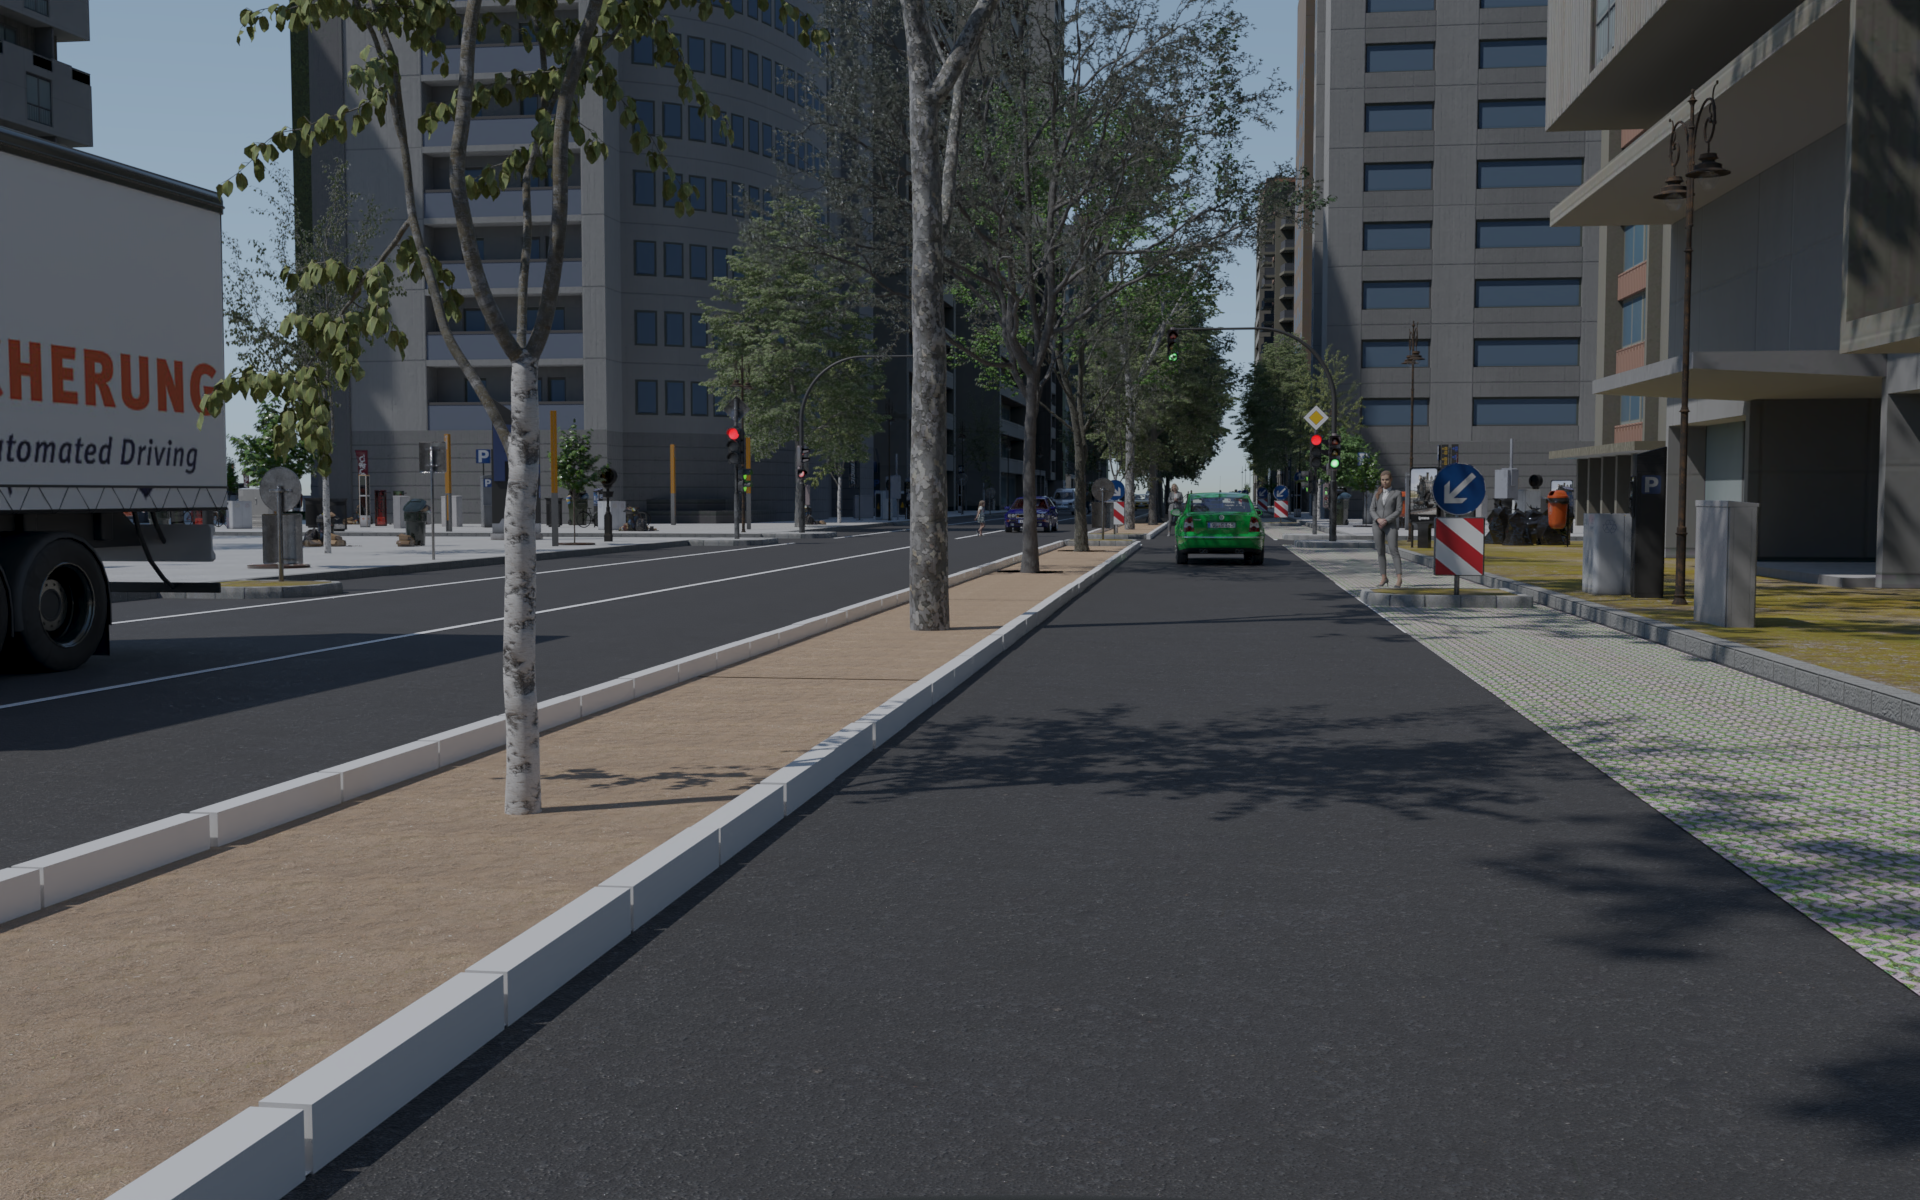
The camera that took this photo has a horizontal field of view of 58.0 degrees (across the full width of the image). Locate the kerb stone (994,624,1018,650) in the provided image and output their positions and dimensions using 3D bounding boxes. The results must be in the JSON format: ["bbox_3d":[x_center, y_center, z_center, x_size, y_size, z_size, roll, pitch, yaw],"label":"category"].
[{"bbox_3d":[0.411,0.360,16.312,0.120,0.150,1.000,1,4,8],"label":"kerb stone"}]

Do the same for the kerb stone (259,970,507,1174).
[{"bbox_3d":[-1.350,1.104,4.145,0.120,0.150,1.000,1,4,8],"label":"kerb stone"}]

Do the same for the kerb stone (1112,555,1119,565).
[{"bbox_3d":[3.036,-0.755,34.578,0.120,0.150,1.000,1,4,8],"label":"kerb stone"}]

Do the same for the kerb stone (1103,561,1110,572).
[{"bbox_3d":[2.600,-0.571,31.537,0.120,0.150,1.000,1,4,8],"label":"kerb stone"}]

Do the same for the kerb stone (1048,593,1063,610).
[{"bbox_3d":[1.134,0.051,21.379,0.120,0.150,1.000,1,4,8],"label":"kerb stone"}]

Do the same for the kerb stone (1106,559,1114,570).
[{"bbox_3d":[2.750,-0.627,32.549,0.120,0.150,1.000,1,4,8],"label":"kerb stone"}]

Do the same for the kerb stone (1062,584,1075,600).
[{"bbox_3d":[1.423,-0.074,23.412,0.120,0.150,1.000,1,4,8],"label":"kerb stone"}]

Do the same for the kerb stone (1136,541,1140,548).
[{"bbox_3d":[4.510,-1.379,44.741,0.120,0.150,1.000,1,4,8],"label":"kerb stone"}]

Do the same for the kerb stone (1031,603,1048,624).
[{"bbox_3d":[0.852,0.174,19.349,0.120,0.150,1.000,1,4,8],"label":"kerb stone"}]

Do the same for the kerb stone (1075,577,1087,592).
[{"bbox_3d":[1.732,-0.196,25.436,0.120,0.150,1.000,1,4,8],"label":"kerb stone"}]

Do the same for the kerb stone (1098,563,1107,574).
[{"bbox_3d":[2.457,-0.506,30.520,0.120,0.150,1.000,1,4,8],"label":"kerb stone"}]

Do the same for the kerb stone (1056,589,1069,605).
[{"bbox_3d":[1.280,-0.010,22.391,0.120,0.150,1.000,1,4,8],"label":"kerb stone"}]

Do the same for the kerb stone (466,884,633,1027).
[{"bbox_3d":[-1.204,1.042,5.157,0.120,0.150,1.000,1,4,8],"label":"kerb stone"}]

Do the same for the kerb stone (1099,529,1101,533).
[{"bbox_3d":[4.834,-2.420,61.760,0.120,0.150,1.000,1,4,8],"label":"kerb stone"}]

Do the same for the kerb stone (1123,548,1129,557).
[{"bbox_3d":[3.624,-1.006,38.647,0.120,0.150,1.000,1,4,8],"label":"kerb stone"}]

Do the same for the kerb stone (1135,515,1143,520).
[{"bbox_3d":[10.251,-4.719,99.348,0.120,0.150,1.000,1,4,8],"label":"kerb stone"}]

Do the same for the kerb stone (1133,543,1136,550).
[{"bbox_3d":[4.209,-1.255,42.713,0.120,0.150,1.000,1,4,8],"label":"kerb stone"}]

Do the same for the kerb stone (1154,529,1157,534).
[{"bbox_3d":[6.477,-2.216,58.429,0.120,0.150,1.000,1,4,8],"label":"kerb stone"}]

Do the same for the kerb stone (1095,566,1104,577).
[{"bbox_3d":[2.311,-0.439,29.496,0.120,0.150,1.000,1,4,8],"label":"kerb stone"}]

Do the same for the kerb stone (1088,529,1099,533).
[{"bbox_3d":[4.687,-2.357,60.740,0.120,0.150,1.000,1,4,8],"label":"kerb stone"}]

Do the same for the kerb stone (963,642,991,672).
[{"bbox_3d":[0.116,0.487,14.285,0.120,0.150,1.000,1,4,8],"label":"kerb stone"}]

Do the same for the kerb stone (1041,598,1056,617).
[{"bbox_3d":[0.994,0.112,20.362,0.120,0.150,1.000,1,4,8],"label":"kerb stone"}]

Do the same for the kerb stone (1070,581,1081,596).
[{"bbox_3d":[1.572,-0.136,24.423,0.120,0.150,1.000,1,4,8],"label":"kerb stone"}]

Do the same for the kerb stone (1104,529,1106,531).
[{"bbox_3d":[5.279,-2.600,64.797,0.120,0.150,1.000,1,4,8],"label":"kerb stone"}]

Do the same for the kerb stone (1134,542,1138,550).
[{"bbox_3d":[4.359,-1.317,43.730,0.120,0.150,1.000,1,4,8],"label":"kerb stone"}]

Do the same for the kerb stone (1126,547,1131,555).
[{"bbox_3d":[3.773,-1.068,39.658,0.120,0.150,1.000,1,4,8],"label":"kerb stone"}]

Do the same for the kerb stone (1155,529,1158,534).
[{"bbox_3d":[6.623,-2.278,59.445,0.120,0.150,1.000,1,4,8],"label":"kerb stone"}]

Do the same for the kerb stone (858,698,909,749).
[{"bbox_3d":[-0.463,0.731,10.237,0.120,0.150,1.000,1,4,8],"label":"kerb stone"}]

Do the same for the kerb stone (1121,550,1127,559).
[{"bbox_3d":[3.490,-0.944,37.629,0.120,0.150,1.000,1,4,8],"label":"kerb stone"}]

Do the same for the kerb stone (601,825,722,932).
[{"bbox_3d":[-1.057,0.980,6.169,0.120,0.150,1.000,1,4,8],"label":"kerb stone"}]

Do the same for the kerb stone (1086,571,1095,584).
[{"bbox_3d":[2.013,-0.321,27.468,0.120,0.150,1.000,1,4,8],"label":"kerb stone"}]

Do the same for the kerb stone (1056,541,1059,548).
[{"bbox_3d":[2.416,-1.389,45.030,0.120,0.150,1.000,1,4,8],"label":"kerb stone"}]

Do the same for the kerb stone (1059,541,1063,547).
[{"bbox_3d":[2.569,-1.459,46.048,0.120,0.150,1.000,1,4,8],"label":"kerb stone"}]

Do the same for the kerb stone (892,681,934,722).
[{"bbox_3d":[-0.322,0.669,11.249,0.120,0.150,1.000,1,4,8],"label":"kerb stone"}]

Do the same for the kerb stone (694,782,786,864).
[{"bbox_3d":[-0.911,0.923,7.181,0.120,0.150,1.000,1,4,8],"label":"kerb stone"}]

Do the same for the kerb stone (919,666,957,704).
[{"bbox_3d":[-0.173,0.609,12.261,0.120,0.150,1.000,1,4,8],"label":"kerb stone"}]

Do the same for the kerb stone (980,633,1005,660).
[{"bbox_3d":[0.257,0.427,15.302,0.120,0.150,1.000,1,4,8],"label":"kerb stone"}]

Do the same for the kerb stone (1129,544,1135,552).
[{"bbox_3d":[4.067,-1.192,41.691,0.120,0.150,1.000,1,4,8],"label":"kerb stone"}]

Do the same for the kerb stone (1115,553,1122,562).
[{"bbox_3d":[3.184,-0.819,35.592,0.120,0.150,1.000,1,4,8],"label":"kerb stone"}]

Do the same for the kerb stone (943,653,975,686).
[{"bbox_3d":[-0.028,0.550,13.273,0.120,0.150,1.000,1,4,8],"label":"kerb stone"}]

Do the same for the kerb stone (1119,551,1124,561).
[{"bbox_3d":[3.327,-0.882,36.610,0.120,0.150,1.000,1,4,8],"label":"kerb stone"}]

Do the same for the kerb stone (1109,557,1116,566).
[{"bbox_3d":[2.892,-0.694,33.565,0.120,0.150,1.000,1,4,8],"label":"kerb stone"}]

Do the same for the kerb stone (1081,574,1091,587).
[{"bbox_3d":[1.868,-0.259,26.454,0.120,0.150,1.000,1,4,8],"label":"kerb stone"}]

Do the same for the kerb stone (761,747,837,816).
[{"bbox_3d":[-0.759,0.856,8.199,0.120,0.150,1.000,1,4,8],"label":"kerb stone"}]

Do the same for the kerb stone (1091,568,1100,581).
[{"bbox_3d":[2.164,-0.380,28.482,0.120,0.150,1.000,1,4,8],"label":"kerb stone"}]

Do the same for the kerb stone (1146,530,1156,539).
[{"bbox_3d":[6.326,-2.151,57.411,0.120,0.150,1.000,1,4,8],"label":"kerb stone"}]

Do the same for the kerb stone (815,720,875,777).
[{"bbox_3d":[-0.620,0.794,9.212,0.120,0.150,1.000,1,4,8],"label":"kerb stone"}]

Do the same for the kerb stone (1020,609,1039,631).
[{"bbox_3d":[0.699,0.236,18.337,0.120,0.150,1.000,1,4,8],"label":"kerb stone"}]

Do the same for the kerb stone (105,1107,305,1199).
[{"bbox_3d":[-1.498,1.166,3.129,0.120,0.150,1.000,1,4,8],"label":"kerb stone"}]

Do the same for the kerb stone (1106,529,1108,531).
[{"bbox_3d":[5.427,-2.668,65.819,0.120,0.150,1.000,1,4,8],"label":"kerb stone"}]

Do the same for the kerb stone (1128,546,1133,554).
[{"bbox_3d":[3.918,-1.130,40.674,0.120,0.150,1.000,1,4,8],"label":"kerb stone"}]

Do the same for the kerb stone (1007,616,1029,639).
[{"bbox_3d":[0.550,0.298,17.325,0.120,0.150,1.000,1,4,8],"label":"kerb stone"}]
